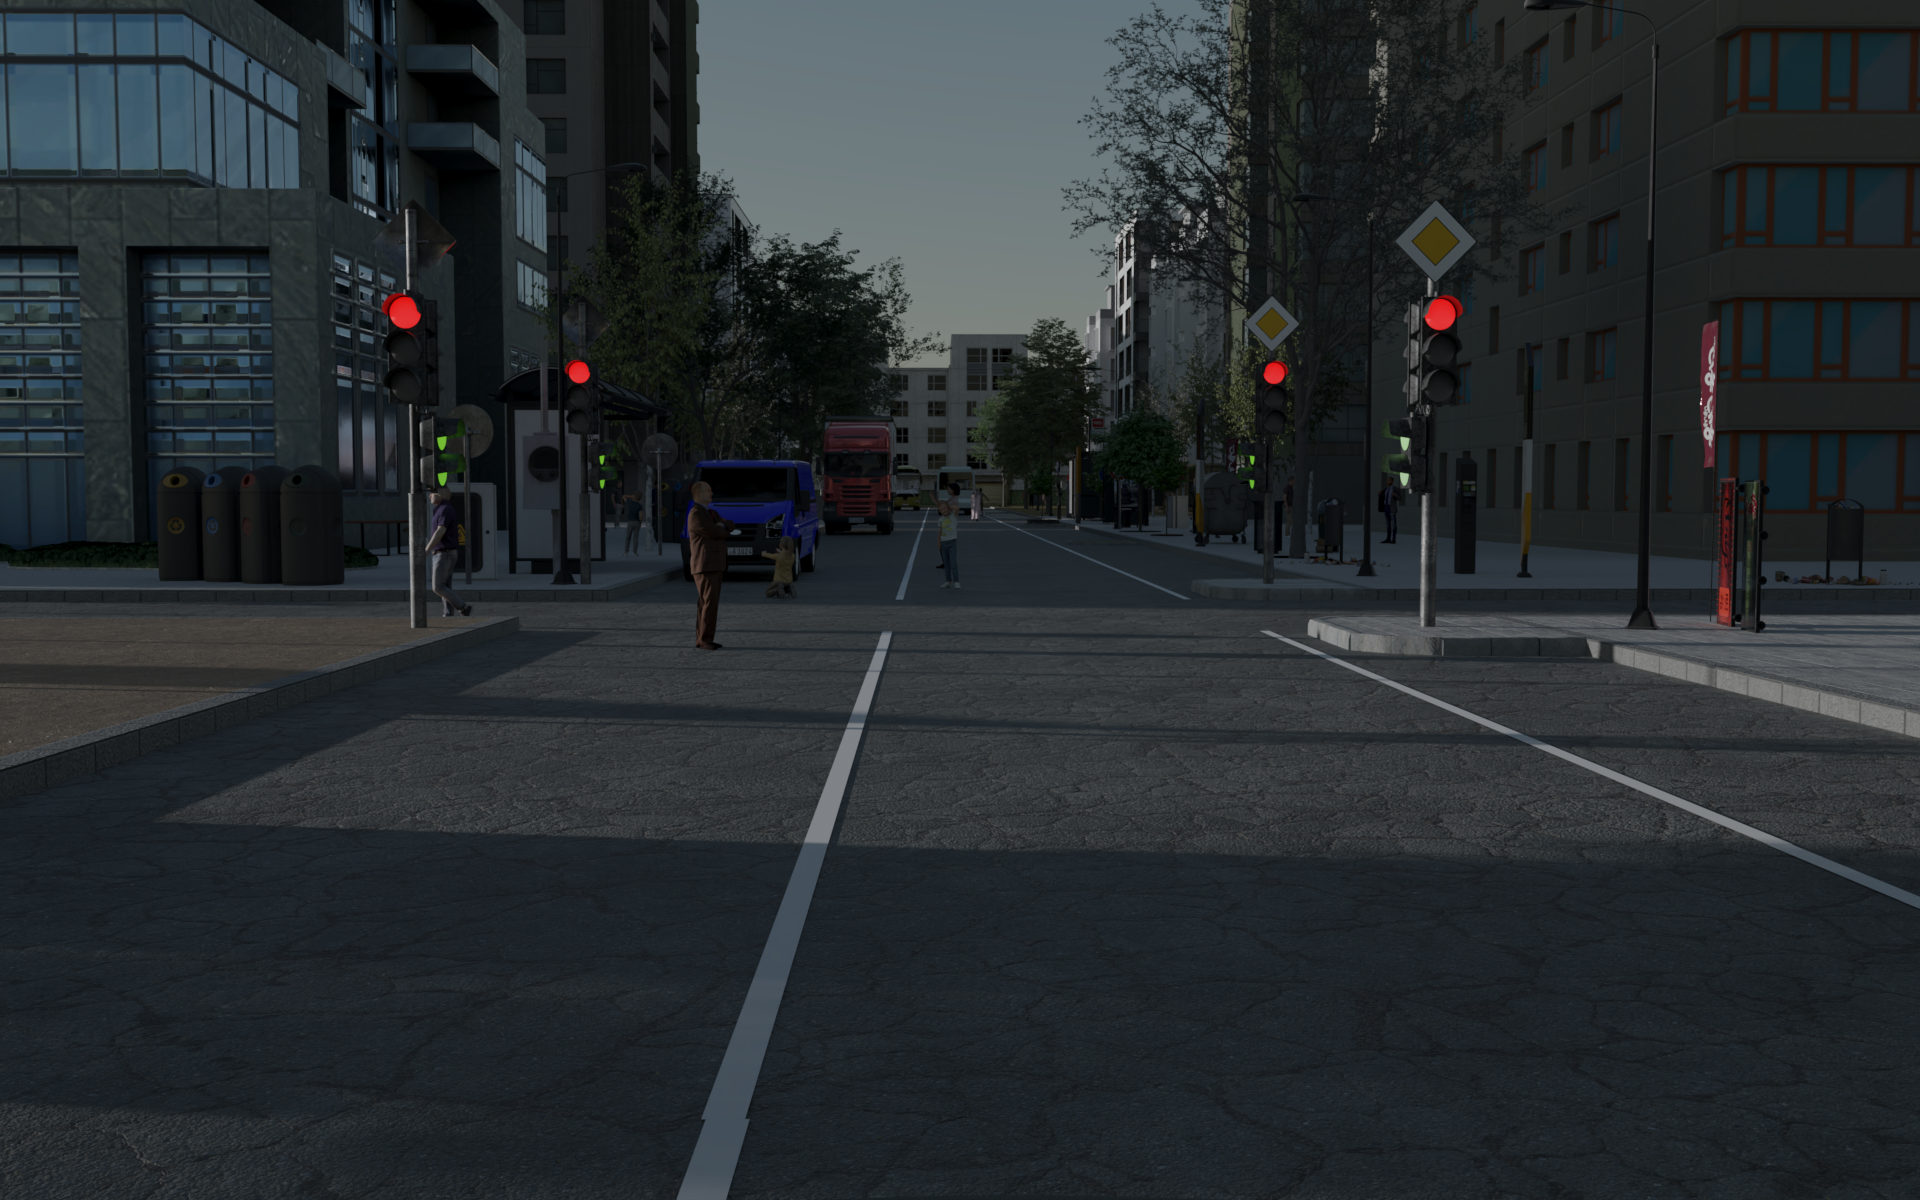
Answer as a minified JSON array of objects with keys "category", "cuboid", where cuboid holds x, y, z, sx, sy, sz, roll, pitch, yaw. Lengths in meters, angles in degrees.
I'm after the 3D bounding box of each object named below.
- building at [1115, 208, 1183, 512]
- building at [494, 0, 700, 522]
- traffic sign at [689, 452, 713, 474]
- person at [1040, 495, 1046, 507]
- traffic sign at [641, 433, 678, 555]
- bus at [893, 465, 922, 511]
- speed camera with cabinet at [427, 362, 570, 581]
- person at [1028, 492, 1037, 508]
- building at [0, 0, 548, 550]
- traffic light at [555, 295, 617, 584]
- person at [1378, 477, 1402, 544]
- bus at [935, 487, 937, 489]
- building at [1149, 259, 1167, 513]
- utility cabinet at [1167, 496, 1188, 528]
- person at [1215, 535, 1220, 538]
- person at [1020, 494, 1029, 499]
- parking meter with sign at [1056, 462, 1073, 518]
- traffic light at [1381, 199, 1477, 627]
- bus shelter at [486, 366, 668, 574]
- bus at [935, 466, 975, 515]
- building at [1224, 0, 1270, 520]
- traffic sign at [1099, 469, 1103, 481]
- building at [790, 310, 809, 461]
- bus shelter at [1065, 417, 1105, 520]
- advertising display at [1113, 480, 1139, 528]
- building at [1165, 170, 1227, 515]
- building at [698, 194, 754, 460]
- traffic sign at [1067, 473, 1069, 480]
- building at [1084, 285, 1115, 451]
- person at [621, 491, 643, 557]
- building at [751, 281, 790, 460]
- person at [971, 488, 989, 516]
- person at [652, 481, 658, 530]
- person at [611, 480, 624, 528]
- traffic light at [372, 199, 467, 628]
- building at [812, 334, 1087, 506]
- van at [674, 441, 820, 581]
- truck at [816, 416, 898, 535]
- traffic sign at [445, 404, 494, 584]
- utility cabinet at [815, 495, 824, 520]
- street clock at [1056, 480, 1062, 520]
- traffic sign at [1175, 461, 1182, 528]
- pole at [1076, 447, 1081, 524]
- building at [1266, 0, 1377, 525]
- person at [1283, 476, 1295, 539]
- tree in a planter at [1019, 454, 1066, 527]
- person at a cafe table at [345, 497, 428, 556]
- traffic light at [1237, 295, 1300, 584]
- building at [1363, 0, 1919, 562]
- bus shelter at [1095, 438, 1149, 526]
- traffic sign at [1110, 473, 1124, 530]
[{"category":"building","cuboid":[26.223,-18.140,140.558,27.936,21.610,32.646,0,4,-1]},{"category":"building","cuboid":[-20.200,-18.970,81.857,14.160,30.474,14.107,0,4,-1]},{"category":"traffic sign","cuboid":[-7.831,-3.201,52.435,0.768,2.556,0.104,0,4,8]},{"category":"person","cuboid":[8.549,-10.331,175.508,0.990,1.755,0.434,2,4,27]},{"category":"traffic sign","cuboid":[-6.266,-2.204,36.138,0.768,2.556,0.104,0,4,2]},{"category":"bus","cuboid":[-4.707,-9.838,152.391,2.896,3.916,12.252,0,4,-1]},{"category":"speed camera with cabinet","cuboid":[-6.874,-1.924,25.786,2.038,3.252,0.660,-1,4,-15]},{"category":"person","cuboid":[6.463,-9.215,156.335,1.348,1.869,0.705,0,4,-3]},{"category":"building","cuboid":[-24.954,-45.070,49.573,22.319,86.520,31.000,0,4,-1]},{"category":"traffic light","cuboid":[-5.303,-2.177,24.512,0.839,4.253,0.868,0,4,-1]},{"category":"person","cuboid":[11.064,-2.314,44.696,0.431,1.722,0.655,-2,4,-27]},{"category":"bus","cuboid":[-0.758,-9.806,155.188,2.948,3.499,13.247,0,4,-1]},{"category":"building","cuboid":[21.186,-16.033,118.553,16.016,20.091,11.380,0,4,-1]},{"category":"utility cabinet","cuboid":[8.224,-3.325,65.533,0.306,1.237,1.020,3,5,42]},{"category":"person","cuboid":[7.405,-2.698,50.687,0.617,1.759,0.750,1,4,12]},{"category":"person","cuboid":[6.769,-10.545,180.843,0.705,1.831,1.348,3,5,41]},{"category":"parking meter with sign","cuboid":[6.087,-5.928,93.176,1.738,3.016,0.543,-1,4,-10]},{"category":"traffic light","cuboid":[4.519,-1.699,16.692,0.839,4.253,0.868,0,4,-1]},{"category":"bus shelter","cuboid":[-6.504,-2.217,30.170,2.014,3.302,5.546,0,4,-1]},{"category":"bus","cuboid":[-0.307,-7.816,122.654,2.948,3.499,13.247,0,4,0]},{"category":"building","cuboid":[21.165,-19.648,92.941,14.160,30.474,14.107,0,4,-1]},{"category":"traffic sign","cuboid":[6.508,-4.679,76.611,0.768,2.556,0.104,0,4,2]},{"category":"building","cuboid":[-34.375,-22.107,205.417,32.646,21.610,27.936,0,4,-1]},{"category":"bus shelter","cuboid":[6.543,-6.767,88.270,2.179,5.291,8.768,0,4,-1]},{"category":"advertising display","cuboid":[6.320,-3.712,65.900,0.974,1.923,0.123,1,4,10]},{"category":"building","cuboid":[21.698,-15.338,107.200,16.016,20.091,11.380,0,4,-1]},{"category":"building","cuboid":[-29.443,-16.624,115.772,27.936,21.610,32.646,0,4,-1]},{"category":"traffic sign","cuboid":[6.186,-5.740,93.950,0.768,2.556,0.104,0,4,6]},{"category":"building","cuboid":[19.872,-18.719,162.482,16.016,20.091,11.380,0,4,-1]},{"category":"person","cuboid":[-6.735,-1.568,35.590,0.435,1.345,0.340,-1,4,-16]},{"category":"building","cuboid":[-21.705,-18.570,160.042,11.380,20.091,16.016,0,4,-1]},{"category":"person","cuboid":[1.314,-6.345,112.250,1.348,1.824,0.705,-2,4,-30]},{"category":"person","cuboid":[-10.703,-3.332,61.226,0.504,1.737,0.576,3,5,43]},{"category":"person","cuboid":[-12.765,-3.582,64.739,0.434,1.807,0.598,2,4,32]},{"category":"traffic light","cuboid":[-5.181,-1.688,16.528,0.839,4.253,0.868,0,4,-1]},{"category":"building","cuboid":[-1.077,-20.389,199.812,31.486,18.905,16.747,0,4,-1]},{"category":"van","cuboid":[-3.601,-1.580,30.217,2.240,2.365,5.245,0,4,0]},{"category":"truck","cuboid":[-3.673,-4.623,64.507,2.839,4.237,11.283,0,4,-1]},{"category":"traffic sign","cuboid":[-6.985,-1.495,24.550,0.768,2.556,0.104,0,4,6]},{"category":"utility cabinet","cuboid":[-7.367,-4.644,87.097,1.020,1.237,0.306,-2,4,-27]},{"category":"street clock","cuboid":[4.996,-5.051,87.154,0.358,2.002,0.471,1,4,12]},{"category":"traffic sign","cuboid":[8.077,-3.944,64.587,0.768,2.556,0.104,1,4,8]},{"category":"pole","cuboid":[5.142,-4.979,75.251,0.158,3.312,0.155,0,3,0]},{"category":"building","cuboid":[21.039,-24.142,78.321,14.154,41.232,14.086,0,4,-1]},{"category":"person","cuboid":[9.547,-2.682,50.027,0.434,1.807,0.598,3,5,39]},{"category":"tree in a planter","cuboid":[3.638,-4.848,76.490,1.991,3.239,1.994,0,4,-1]},{"category":"person at a cafe table","cuboid":[-11.562,-1.548,36.175,1.726,1.238,1.698,2,4,26]},{"category":"traffic light","cuboid":[4.396,-2.187,24.676,0.839,4.253,0.868,0,4,-1]},{"category":"building","cuboid":[28.729,-12.305,46.230,28.899,21.520,27.650,0,4,-1]},{"category":"bus shelter","cuboid":[6.752,-4.954,72.281,1.731,3.624,6.357,0,4,-1]},{"category":"traffic sign","cuboid":[5.774,-3.820,62.566,0.768,2.556,0.104,0,4,3]}]
